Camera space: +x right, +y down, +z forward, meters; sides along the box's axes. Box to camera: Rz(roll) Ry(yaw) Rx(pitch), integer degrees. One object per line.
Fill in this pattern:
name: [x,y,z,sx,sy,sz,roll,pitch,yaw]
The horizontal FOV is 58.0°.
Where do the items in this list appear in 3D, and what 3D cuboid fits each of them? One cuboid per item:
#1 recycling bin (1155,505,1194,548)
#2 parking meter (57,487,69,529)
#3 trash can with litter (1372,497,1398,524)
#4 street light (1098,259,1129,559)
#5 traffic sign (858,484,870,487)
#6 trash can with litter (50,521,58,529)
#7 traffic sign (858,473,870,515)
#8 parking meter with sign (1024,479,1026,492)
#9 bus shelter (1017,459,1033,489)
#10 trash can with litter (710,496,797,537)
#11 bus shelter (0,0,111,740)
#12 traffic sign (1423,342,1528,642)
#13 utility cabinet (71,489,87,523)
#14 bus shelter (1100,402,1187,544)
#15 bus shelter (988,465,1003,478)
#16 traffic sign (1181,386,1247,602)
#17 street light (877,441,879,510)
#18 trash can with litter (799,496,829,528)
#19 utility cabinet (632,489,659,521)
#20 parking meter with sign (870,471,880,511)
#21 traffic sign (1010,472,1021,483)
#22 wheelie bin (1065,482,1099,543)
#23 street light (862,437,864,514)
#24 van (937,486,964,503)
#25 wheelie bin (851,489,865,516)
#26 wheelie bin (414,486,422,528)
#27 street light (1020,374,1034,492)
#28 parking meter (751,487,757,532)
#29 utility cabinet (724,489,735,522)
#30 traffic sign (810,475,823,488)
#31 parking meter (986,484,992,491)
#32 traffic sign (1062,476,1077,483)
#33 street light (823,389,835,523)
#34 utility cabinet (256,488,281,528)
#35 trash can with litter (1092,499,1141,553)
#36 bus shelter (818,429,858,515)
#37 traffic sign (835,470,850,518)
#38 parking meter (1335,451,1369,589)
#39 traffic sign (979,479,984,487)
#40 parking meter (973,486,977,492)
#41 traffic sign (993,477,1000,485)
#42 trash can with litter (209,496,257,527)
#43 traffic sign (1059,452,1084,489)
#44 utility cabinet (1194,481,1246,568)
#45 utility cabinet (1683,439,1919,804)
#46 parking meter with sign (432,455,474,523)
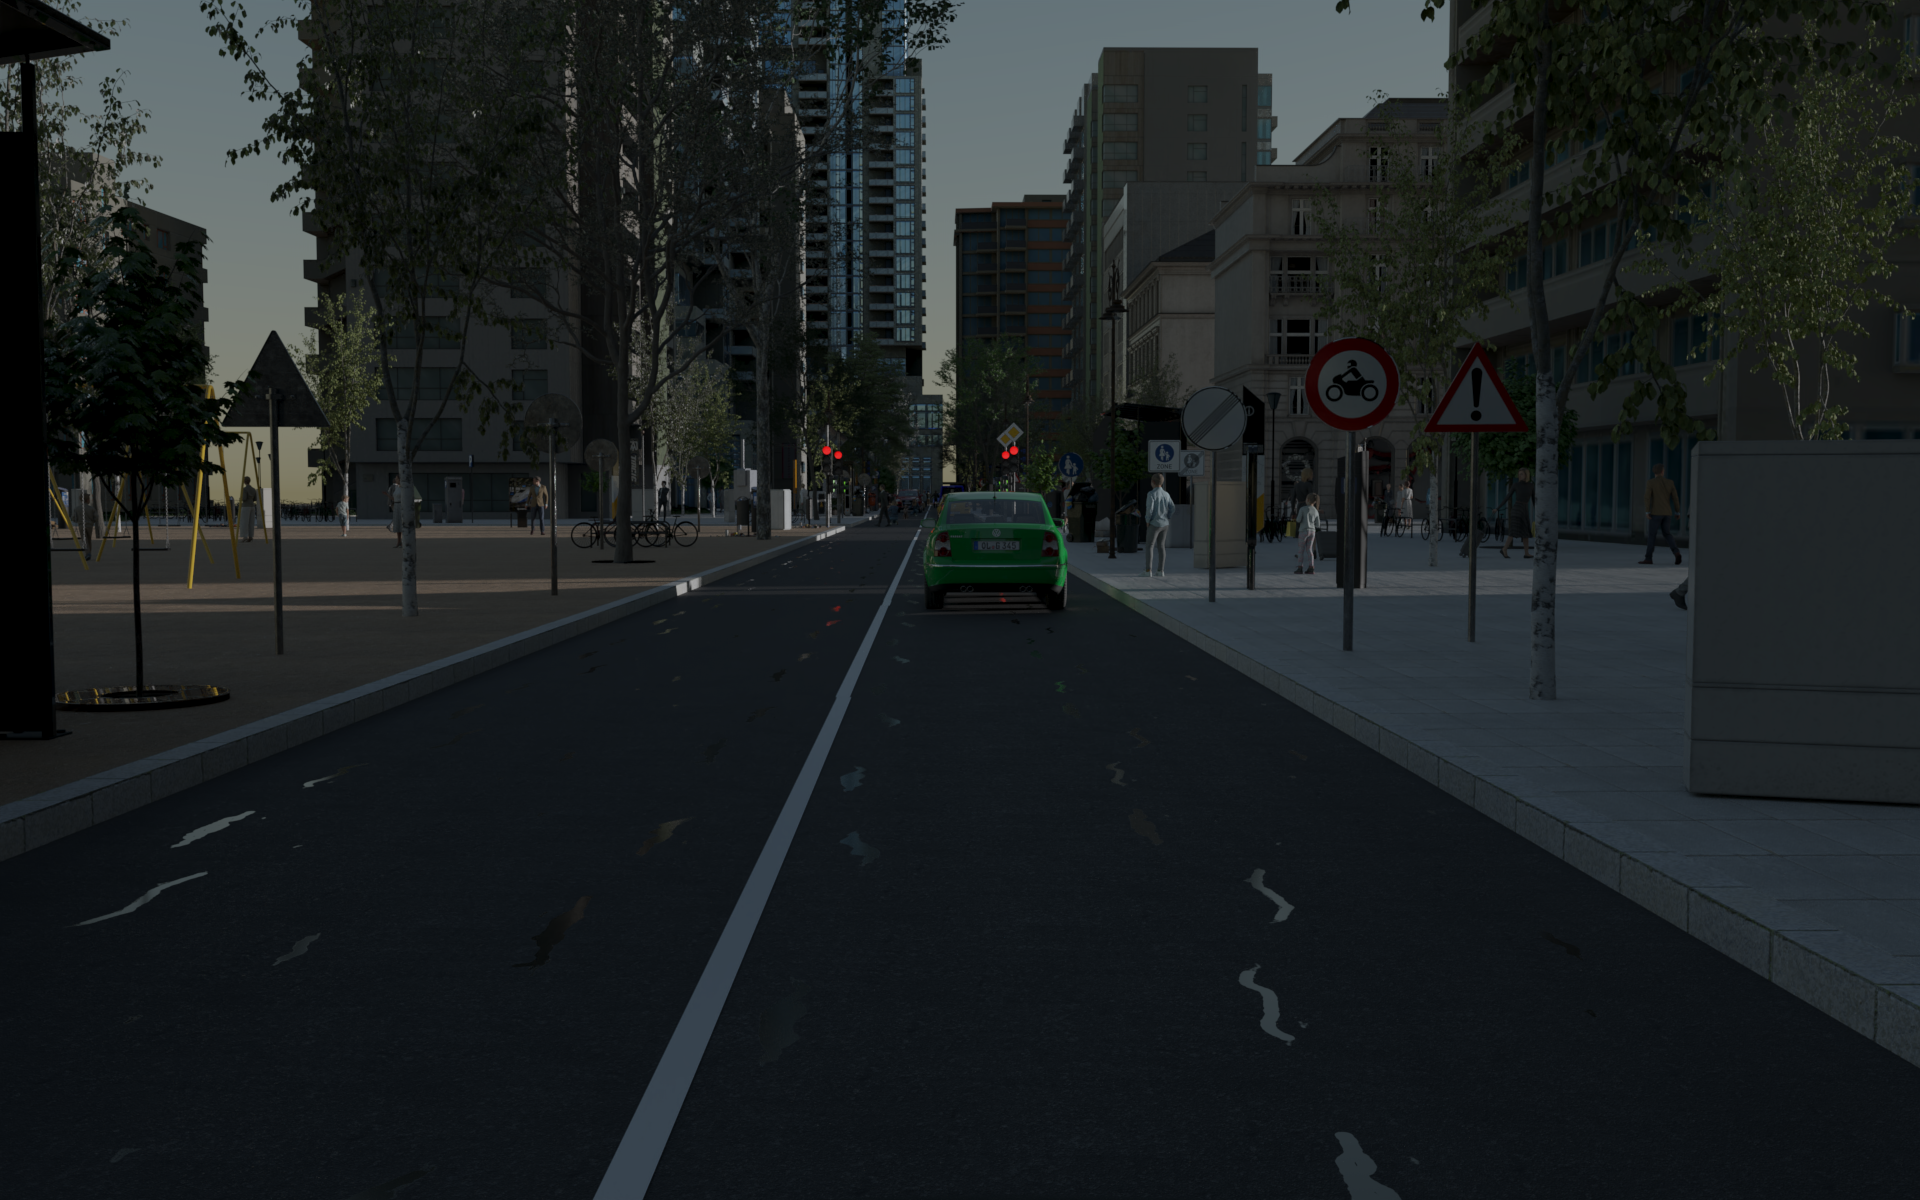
recycling bin: [5.146,-1.769,41.476,0.722,1.027,0.722,-2,4,-26]
parking meter: [-33.264,-3.414,64.232,0.372,1.533,0.369,0,3,0]
trash can with litter: [18.509,-3.916,75.413,1.055,1.170,0.624,0,4,-4]
street light: [3.030,-3.762,34.302,0.468,5.910,1.993,0,4,-1]
traffic sign: [-6.971,-7.705,125.981,0.884,2.594,0.081,0,4,1]
trash can with litter: [-34.158,-3.248,64.487,1.055,1.170,0.624,0,4,-7]
traffic sign: [-5.903,-6.515,106.631,0.768,2.556,0.104,0,4,3]
parking meter with sign: [3.264,-5.048,78.788,1.738,3.016,0.543,0,4,2]
bus shelter: [4.008,-6.632,102.362,2.014,3.302,5.546,0,4,-1]
trash can with litter: [-6.347,-2.507,52.053,2.233,1.210,1.678,3,5,42]
bus shelter: [-5.199,-0.899,5.979,1.731,3.624,6.357,0,4,-1]
traffic sign: [4.439,-0.915,14.962,0.884,2.594,0.081,0,4,4]
utility cabinet: [-38.638,-4.121,76.051,0.318,1.500,1.173,-1,4,-10]
bus shelter: [5.005,-3.436,47.456,1.731,3.624,6.357,0,4,-1]
bus shelter: [3.166,-9.229,142.175,1.731,3.624,6.357,0,4,-1]
traffic sign: [3.001,-1.249,20.532,0.768,2.556,0.104,0,4,6]
street light: [-6.683,-10.297,141.146,0.468,5.910,1.993,0,4,-1]
trash can with litter: [-5.810,-3.336,65.596,1.678,1.210,2.233,0,4,-6]
utility cabinet: [-14.233,-4.261,78.344,1.173,1.500,0.318,0,4,-6]
parking meter with sign: [-6.425,-8.167,129.790,0.543,3.016,1.738,0,4,7]
traffic sign: [2.467,-5.042,82.439,0.884,2.594,0.081,0,4,3]
wheelie bin: [3.267,-2.328,45.972,0.980,1.594,0.693,-3,5,-41]
street light: [-6.133,-8.333,109.031,0.468,5.910,1.993,0,4,-1]
van: [-0.595,-7.493,126.895,2.240,2.365,5.245,0,4,-1]
wheelie bin: [-5.851,-5.617,99.747,0.693,1.594,0.980,1,4,10]
wheelie bin: [-20.630,-3.482,64.831,0.693,1.594,0.980,1,4,22]
street light: [2.594,-5.752,66.840,0.468,5.910,1.993,0,4,-1]
parking meter: [-6.827,-3.044,58.178,0.372,1.533,0.369,0,3,0]
utility cabinet: [-10.486,-4.283,78.713,0.318,1.500,1.173,-1,4,-18]
traffic sign: [-9.453,-6.972,113.998,0.884,2.594,0.081,0,4,6]
parking meter: [1.775,-6.069,104.940,0.255,1.863,0.399,-2,4,-27]
traffic sign: [5.117,-4.965,81.278,0.768,2.556,0.104,0,4,-1]
street light: [-5.789,-6.348,76.572,0.468,5.910,1.993,0,4,-1]
utility cabinet: [-25.964,-3.445,65.011,0.318,1.500,1.173,0,4,8]
trash can with litter: [3.401,-1.609,37.687,1.055,1.170,0.624,0,4,4]
bus shelter: [-7.780,-8.104,110.130,2.179,5.291,8.768,0,4,-1]
traffic sign: [-6.208,-5.585,91.419,0.768,2.556,0.104,0,4,5]
parking meter: [5.338,-1.096,23.631,0.399,1.863,0.255,3,4,36]
traffic sign: [1.895,-8.378,137.079,0.768,2.556,0.104,0,4,1]
parking meter: [1.113,-7.768,132.724,0.255,1.863,0.399,-1,4,-10]
traffic sign: [2.642,-7.952,130.118,0.768,2.556,0.104,0,4,2]
trash can with litter: [-28.335,-3.434,67.198,1.678,1.210,2.233,-3,5,-44]
traffic sign: [3.401,-3.239,53.067,0.768,2.556,0.104,0,4,3]
utility cabinet: [4.503,-1.302,29.965,0.318,1.500,1.173,3,5,43]
utility cabinet: [3.689,0.088,7.248,1.173,1.500,0.318,1,4,18]
parking meter with sign: [-22.405,-4.911,76.549,1.738,3.016,0.543,-2,4,-29]
